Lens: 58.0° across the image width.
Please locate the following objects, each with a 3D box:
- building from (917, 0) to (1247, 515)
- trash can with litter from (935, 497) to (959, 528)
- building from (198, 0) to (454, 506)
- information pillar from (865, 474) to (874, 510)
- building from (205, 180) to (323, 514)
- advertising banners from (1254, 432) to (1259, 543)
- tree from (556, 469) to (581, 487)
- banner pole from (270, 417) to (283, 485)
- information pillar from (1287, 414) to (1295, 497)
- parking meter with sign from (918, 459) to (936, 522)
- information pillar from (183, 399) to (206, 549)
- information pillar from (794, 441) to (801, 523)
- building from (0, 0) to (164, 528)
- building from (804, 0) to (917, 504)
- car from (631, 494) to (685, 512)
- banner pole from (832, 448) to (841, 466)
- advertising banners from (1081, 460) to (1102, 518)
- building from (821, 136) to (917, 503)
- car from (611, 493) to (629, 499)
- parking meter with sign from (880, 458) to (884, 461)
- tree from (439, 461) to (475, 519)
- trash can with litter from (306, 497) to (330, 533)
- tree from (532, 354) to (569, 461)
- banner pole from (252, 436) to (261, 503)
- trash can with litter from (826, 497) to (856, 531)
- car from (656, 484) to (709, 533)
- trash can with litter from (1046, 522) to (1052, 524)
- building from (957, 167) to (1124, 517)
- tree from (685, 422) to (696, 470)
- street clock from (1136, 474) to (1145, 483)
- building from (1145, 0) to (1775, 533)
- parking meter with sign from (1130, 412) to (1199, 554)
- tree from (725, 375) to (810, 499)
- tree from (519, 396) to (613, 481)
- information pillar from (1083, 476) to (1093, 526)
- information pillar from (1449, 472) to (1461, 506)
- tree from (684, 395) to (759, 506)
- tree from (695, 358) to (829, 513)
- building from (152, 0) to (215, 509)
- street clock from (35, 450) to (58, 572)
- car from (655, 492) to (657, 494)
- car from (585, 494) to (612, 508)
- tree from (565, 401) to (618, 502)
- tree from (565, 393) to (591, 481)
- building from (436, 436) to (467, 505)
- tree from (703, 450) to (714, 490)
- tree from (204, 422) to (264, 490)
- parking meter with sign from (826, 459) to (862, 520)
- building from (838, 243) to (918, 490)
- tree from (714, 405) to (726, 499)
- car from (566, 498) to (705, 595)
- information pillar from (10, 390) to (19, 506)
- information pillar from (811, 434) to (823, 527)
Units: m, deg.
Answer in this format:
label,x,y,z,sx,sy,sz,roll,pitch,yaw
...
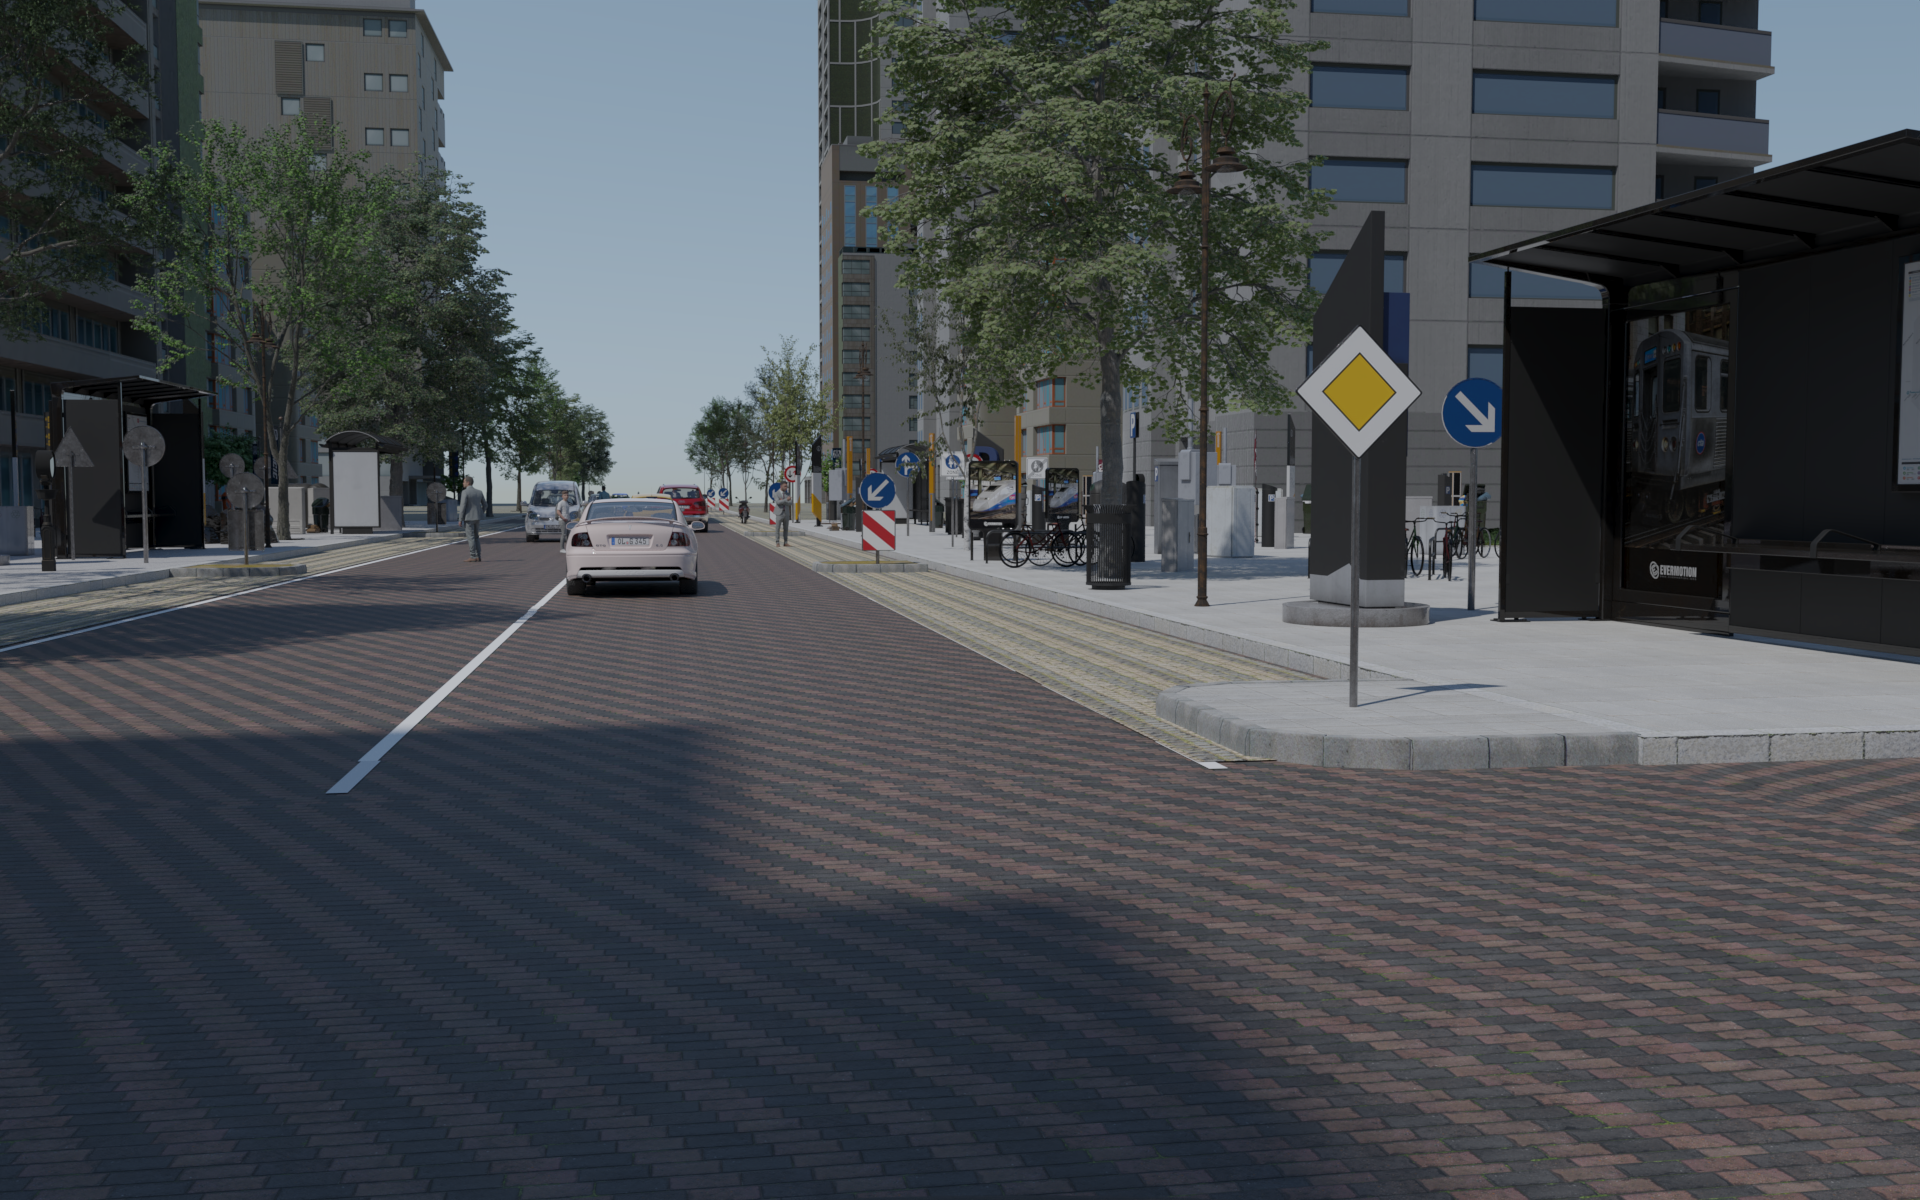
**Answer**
label,x,y,z,sx,sy,sz,roll,pitch,yaw
building,7.207,-36.246,134.621,21.231,58.520,28.212,-1,4,-10
trash can with litter,-0.612,-3.278,64.986,1.055,1.170,0.624,0,4,2
building,-70.295,-36.522,186.368,28.713,52.752,27.495,-1,4,-10
information pillar,-3.276,-3.521,62.063,0.304,2.012,0.304,-1,4,-20
building,-56.344,-15.942,105.692,27.650,21.520,28.899,-1,4,-10
advertising banners,7.838,-3.034,45.786,0.090,3.025,2.074,0,4,8
tree,-41.114,-12.057,180.840,4.285,4.588,4.351,0,3,0
banner pole,-21.997,-4.027,55.863,0.401,3.779,0.863,1,4,12
information pillar,9.709,-3.639,50.852,0.183,3.616,0.504,2,4,30
parking meter with sign,-1.555,-5.074,79.226,0.543,3.016,1.738,1,4,11
information pillar,-17.936,-3.009,40.556,0.504,3.616,0.183,1,4,11
information pillar,-7.144,-5.193,76.254,0.183,3.616,0.504,1,4,13
building,-45.011,-27.030,65.650,21.300,48.544,21.600,-1,4,-10
building,-10.196,-48.697,234.440,20.563,71.187,20.611,-1,4,-10
car,-9.288,-2.564,52.147,2.015,1.641,3.980,-1,4,-11
banner pole,-5.695,-5.648,82.355,0.863,3.779,0.401,1,4,17
advertising banners,6.326,-5.562,87.123,2.074,3.025,0.090,1,4,12
building,-9.816,-34.713,217.664,14.600,45.320,14.200,-1,4,-10
car,-25.877,-7.475,131.802,1.945,1.707,3.694,0,4,-8
parking meter with sign,-3.425,-5.225,81.682,0.543,3.016,1.738,-1,4,-9
tree,-25.825,-5.733,88.334,1.663,3.219,1.824,0,3,0
trash can with litter,-21.082,-2.788,56.973,0.624,1.170,1.055,0,4,4
tree,-32.263,-12.300,126.854,9.928,11.665,9.643,0,3,0
banner pole,-30.574,-5.221,75.374,0.863,3.779,0.401,3,5,41
trash can with litter,-4.090,-2.998,60.397,1.055,1.170,0.624,-2,4,-23
car,-10.693,-3.495,65.817,2.281,1.827,5.304,-1,4,-12
trash can with litter,3.868,-3.798,73.487,0.624,1.170,1.055,-1,4,-14
building,15.894,-16.090,108.112,27.650,21.520,28.899,-1,4,-10
tree,-23.446,-14.411,170.037,7.601,10.594,8.767,-1,4,-16
street clock,6.361,-3.482,61.500,0.358,2.002,0.471,-1,4,-22
building,17.507,-32.310,70.262,21.231,58.520,28.212,-1,4,-10
parking meter with sign,4.538,-2.492,37.002,1.738,3.016,0.543,0,4,-6
tree,-10.950,-9.400,104.051,4.360,8.622,3.978,0,3,0
tree,-37.290,-13.683,158.136,8.767,10.594,7.601,2,4,30
information pillar,5.080,-3.941,68.924,0.304,2.012,0.304,-1,4,-20
information pillar,16.184,-3.192,56.685,0.304,2.012,0.304,-1,4,-11
tree,-24.325,-15.689,182.268,9.928,11.665,9.643,0,3,0
tree,-13.435,-11.320,119.498,8.767,10.594,7.601,-1,4,-11
building,-46.278,-24.554,85.057,14.154,41.232,14.086,-1,4,-10
street clock,-15.130,-1.476,28.705,0.358,2.002,0.471,-1,4,-17
car,-34.832,-11.560,198.601,1.945,1.707,3.694,-1,4,-12
car,-21.909,-5.829,105.522,2.015,1.641,3.980,-1,4,-8
tree,-51.941,-20.304,238.629,9.857,13.997,8.962,0,3,0
tree,-40.604,-15.565,172.610,7.486,12.596,7.792,0,3,0
building,-77.141,-31.790,211.646,32.217,40.220,23.993,-1,4,-10
tree,-28.149,-15.415,202.390,4.360,8.622,3.978,0,3,0
tree,-33.298,-5.817,78.822,4.285,4.588,4.351,0,3,0
parking meter with sign,-5.735,-5.456,85.468,1.738,3.016,0.543,0,4,1
building,-7.499,-26.437,203.950,14.160,30.474,14.107,-1,4,-10
tree,-16.207,-11.043,130.915,4.360,8.622,3.978,0,3,0
car,-4.877,-0.833,25.987,2.083,1.381,4.827,-1,4,-9
information pillar,-21.463,-2.936,39.352,0.183,3.616,0.504,-2,4,-26
information pillar,-5.611,-4.681,67.892,0.183,3.616,0.504,3,5,40
